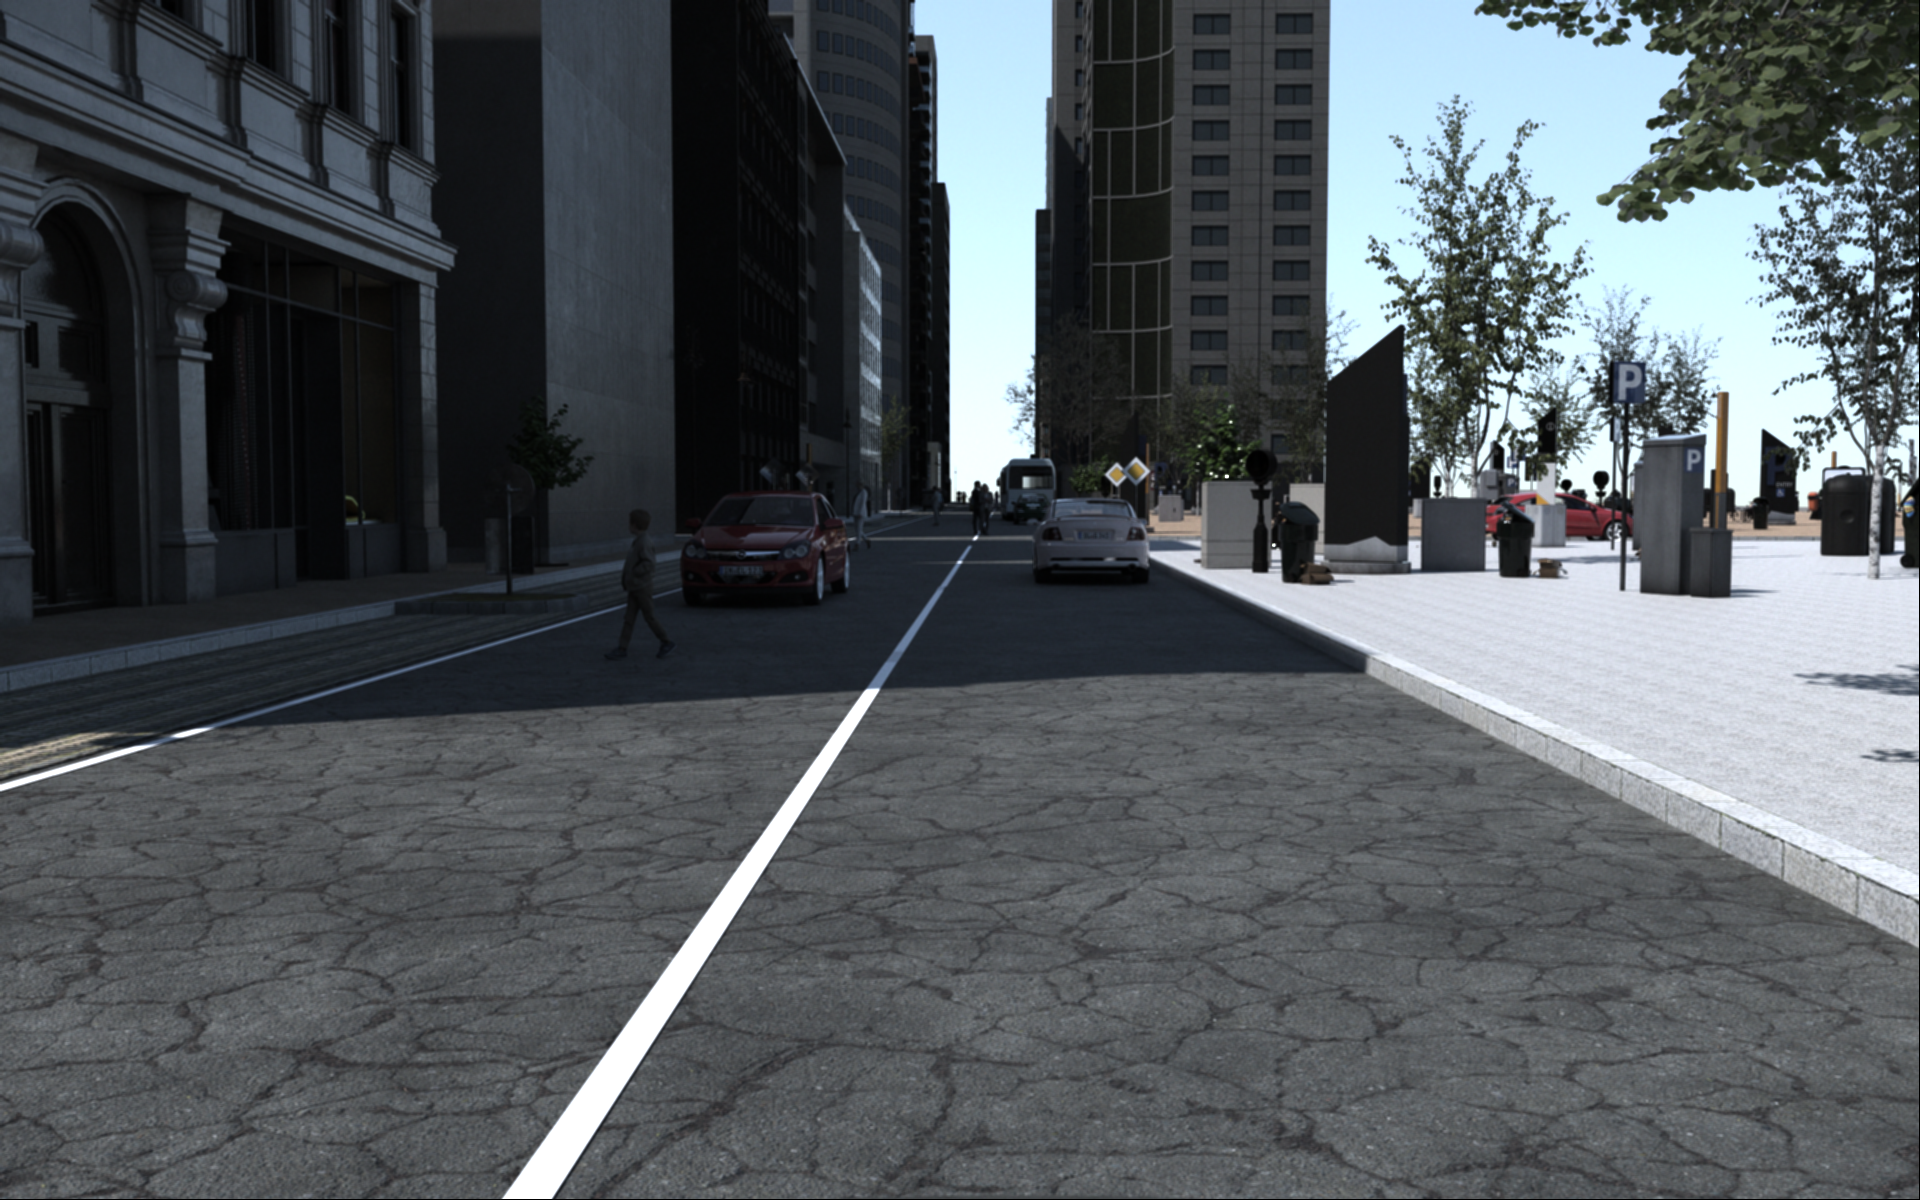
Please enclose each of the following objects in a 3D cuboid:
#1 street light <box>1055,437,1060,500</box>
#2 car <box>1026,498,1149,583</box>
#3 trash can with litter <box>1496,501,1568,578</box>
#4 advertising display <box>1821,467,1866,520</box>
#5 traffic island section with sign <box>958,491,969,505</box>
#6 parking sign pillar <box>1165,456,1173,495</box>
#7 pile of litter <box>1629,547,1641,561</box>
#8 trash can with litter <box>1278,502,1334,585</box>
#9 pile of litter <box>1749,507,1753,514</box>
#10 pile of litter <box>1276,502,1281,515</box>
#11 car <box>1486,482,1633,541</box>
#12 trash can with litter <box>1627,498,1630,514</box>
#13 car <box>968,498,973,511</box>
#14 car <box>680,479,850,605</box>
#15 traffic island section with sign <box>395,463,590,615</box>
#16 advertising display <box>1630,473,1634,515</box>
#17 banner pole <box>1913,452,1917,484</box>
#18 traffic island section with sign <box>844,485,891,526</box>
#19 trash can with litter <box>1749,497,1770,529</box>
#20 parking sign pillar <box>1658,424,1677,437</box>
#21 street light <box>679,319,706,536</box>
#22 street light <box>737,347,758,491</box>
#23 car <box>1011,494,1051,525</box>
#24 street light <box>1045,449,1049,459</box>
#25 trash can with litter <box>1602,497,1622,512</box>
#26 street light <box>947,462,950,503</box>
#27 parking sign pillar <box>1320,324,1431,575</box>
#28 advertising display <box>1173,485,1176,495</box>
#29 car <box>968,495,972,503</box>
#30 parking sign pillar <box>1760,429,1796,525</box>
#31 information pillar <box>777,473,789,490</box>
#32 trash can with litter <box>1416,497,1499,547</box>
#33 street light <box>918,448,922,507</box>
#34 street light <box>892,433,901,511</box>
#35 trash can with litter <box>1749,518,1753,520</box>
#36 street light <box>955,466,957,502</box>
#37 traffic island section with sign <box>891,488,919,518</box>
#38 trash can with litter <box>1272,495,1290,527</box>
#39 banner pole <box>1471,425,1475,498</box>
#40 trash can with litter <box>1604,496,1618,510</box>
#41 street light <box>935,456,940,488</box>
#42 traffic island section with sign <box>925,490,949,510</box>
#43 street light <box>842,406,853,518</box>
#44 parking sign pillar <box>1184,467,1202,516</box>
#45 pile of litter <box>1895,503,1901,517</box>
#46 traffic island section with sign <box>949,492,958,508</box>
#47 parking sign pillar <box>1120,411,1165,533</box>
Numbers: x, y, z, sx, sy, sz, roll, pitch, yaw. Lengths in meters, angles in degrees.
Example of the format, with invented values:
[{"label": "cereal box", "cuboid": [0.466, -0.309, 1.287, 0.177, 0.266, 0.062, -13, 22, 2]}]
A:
[{"label": "street light", "cuboid": [7.374, -9.734, 131.930, 0.468, 5.910, 1.993, 0, 4, 1]}, {"label": "car", "cuboid": [2.171, -1.039, 29.344, 2.083, 1.381, 4.827, 0, 4, 2]}, {"label": "trash can with litter", "cuboid": [8.809, -0.935, 26.675, 1.055, 1.170, 0.624, 2, 4, 27]}, {"label": "advertising display", "cuboid": [21.387, -2.247, 41.948, 0.123, 1.923, 0.974, -3, 5, -40]}, {"label": "traffic island section with sign", "cuboid": [-0.050, -13.952, 236.748, 1.989, 1.847, 2.006, 0, 4, 1]}, {"label": "parking sign pillar", "cuboid": [12.424, -7.174, 105.766, 1.447, 3.967, 1.447, -2, 4, -31]}, {"label": "pile of litter", "cuboid": [13.768, -1.218, 33.885, 1.719, 0.858, 1.176, -1, 4, -21]}, {"label": "trash can with litter", "cuboid": [5.022, -0.825, 24.874, 0.624, 1.170, 1.055, -1, 4, -20]}, {"label": "pile of litter", "cuboid": [48.580, -5.583, 105.239, 1.719, 0.858, 1.176, -1, 4, -17]}, {"label": "pile of litter", "cuboid": [16.734, -4.808, 92.571, 1.176, 0.858, 1.719, -1, 4, -22]}, {"label": "car", "cuboid": [17.522, -2.533, 50.452, 4.494, 1.783, 2.155, 0, 4, 1]}, {"label": "trash can with litter", "cuboid": [25.096, -3.216, 63.966, 1.055, 1.170, 0.624, -3, 5, -41]}, {"label": "car", "cuboid": [1.655, -8.223, 144.673, 2.015, 1.641, 3.980, 0, 4, 0]}, {"label": "car", "cuboid": [-2.600, -0.899, 23.741, 2.155, 1.783, 4.494, 0, 4, 3]}, {"label": "traffic island section with sign", "cuboid": [-5.680, -0.781, 21.396, 1.989, 1.847, 2.006, 0, 4, 1]}, {"label": "advertising display", "cuboid": [21.063, -2.951, 53.462, 0.123, 1.923, 0.974, -1, 4, -19]}, {"label": "banner pole", "cuboid": [55.596, -6.786, 100.961, 0.401, 3.779, 0.863, 1, 4, 11]}, {"label": "traffic island section with sign", "cuboid": [-4.222, -4.182, 76.997, 1.989, 1.847, 2.006, 0, 4, 1]}, {"label": "trash can with litter", "cuboid": [29.159, -3.165, 63.135, 0.624, 1.170, 1.055, 2, 4, 30]}, {"label": "parking sign pillar", "cuboid": [27.765, -4.866, 68.025, 1.447, 3.967, 1.447, 0, 4, 0]}, {"label": "street light", "cuboid": [-7.050, -4.467, 45.815, 0.468, 5.910, 1.993, 0, 4, 1]}, {"label": "street light", "cuboid": [-6.706, -5.016, 54.798, 0.468, 5.910, 1.993, 0, 4, 1]}, {"label": "car", "cuboid": [3.471, -4.323, 82.471, 2.131, 1.459, 4.920, 0, 4, 2]}, {"label": "street light", "cuboid": [8.439, -11.984, 168.730, 0.468, 5.910, 1.993, 0, 4, 1]}, {"label": "trash can with litter", "cuboid": [26.699, -3.631, 70.758, 0.624, 1.170, 1.055, 3, 5, 40]}, {"label": "street light", "cuboid": [-1.669, -17.049, 251.537, 0.468, 5.910, 1.993, 0, 4, 1]}, {"label": "parking sign pillar", "cuboid": [6.614, -2.426, 28.140, 1.447, 3.967, 1.447, 3, 5, 39]}, {"label": "advertising display", "cuboid": [15.464, -7.380, 125.871, 0.123, 1.923, 0.974, 3, 4, 37]}, {"label": "car", "cuboid": [2.079, -12.668, 219.122, 2.014, 1.417, 4.499, 0, 4, 2]}, {"label": "parking sign pillar", "cuboid": [33.695, -5.067, 71.320, 1.447, 3.967, 1.447, 0, 4, -2]}, {"label": "information pillar", "cuboid": [-6.281, -3.492, 61.581, 0.304, 2.012, 0.304, 3, 5, 45]}, {"label": "trash can with litter", "cuboid": [12.287, -1.893, 42.007, 2.233, 1.210, 1.678, 1, 4, 21]}, {"label": "street light", "cuboid": [-3.856, -11.969, 168.479, 0.468, 5.910, 1.993, 0, 4, 1]}, {"label": "street light", "cuboid": [-4.736, -9.700, 131.389, 0.468, 5.910, 1.993, 0, 4, 1]}, {"label": "trash can with litter", "cuboid": [40.496, -4.683, 87.622, 2.233, 1.210, 1.678, -2, 4, -26]}, {"label": "street light", "cuboid": [-0.731, -19.293, 288.231, 0.468, 5.910, 1.993, 0, 4, 1]}, {"label": "traffic island section with sign", "cuboid": [-3.501, -5.858, 104.404, 1.989, 1.847, 2.006, 0, 4, 1]}, {"label": "trash can with litter", "cuboid": [11.636, -3.455, 67.550, 2.233, 1.210, 1.678, 0, 4, -3]}, {"label": "banner pole", "cuboid": [18.623, -4.459, 62.922, 0.401, 3.779, 0.863, 1, 4, 17]}, {"label": "trash can with litter", "cuboid": [21.740, -2.790, 56.666, 2.233, 1.210, 1.678, 2, 4, 26]}, {"label": "street light", "cuboid": [-2.670, -14.780, 214.445, 0.468, 5.910, 1.993, 0, 4, 1]}, {"label": "traffic island section with sign", "cuboid": [-2.214, -8.878, 153.789, 1.989, 1.847, 2.006, 0, 4, 1]}, {"label": "street light", "cuboid": [-5.934, -7.261, 91.497, 0.468, 5.910, 1.993, 0, 4, 1]}, {"label": "parking sign pillar", "cuboid": [14.203, -7.073, 104.118, 1.447, 3.967, 1.447, 0, 4, -1]}, {"label": "pile of litter", "cuboid": [51.926, -5.066, 96.792, 1.176, 0.858, 1.719, 0, 4, -1]}, {"label": "traffic island section with sign", "cuboid": [-1.506, -10.526, 180.735, 1.989, 1.847, 2.006, 0, 4, 1]}, {"label": "parking sign pillar", "cuboid": [5.709, -4.202, 57.179, 1.447, 3.967, 1.447, -1, 4, -16]}]
